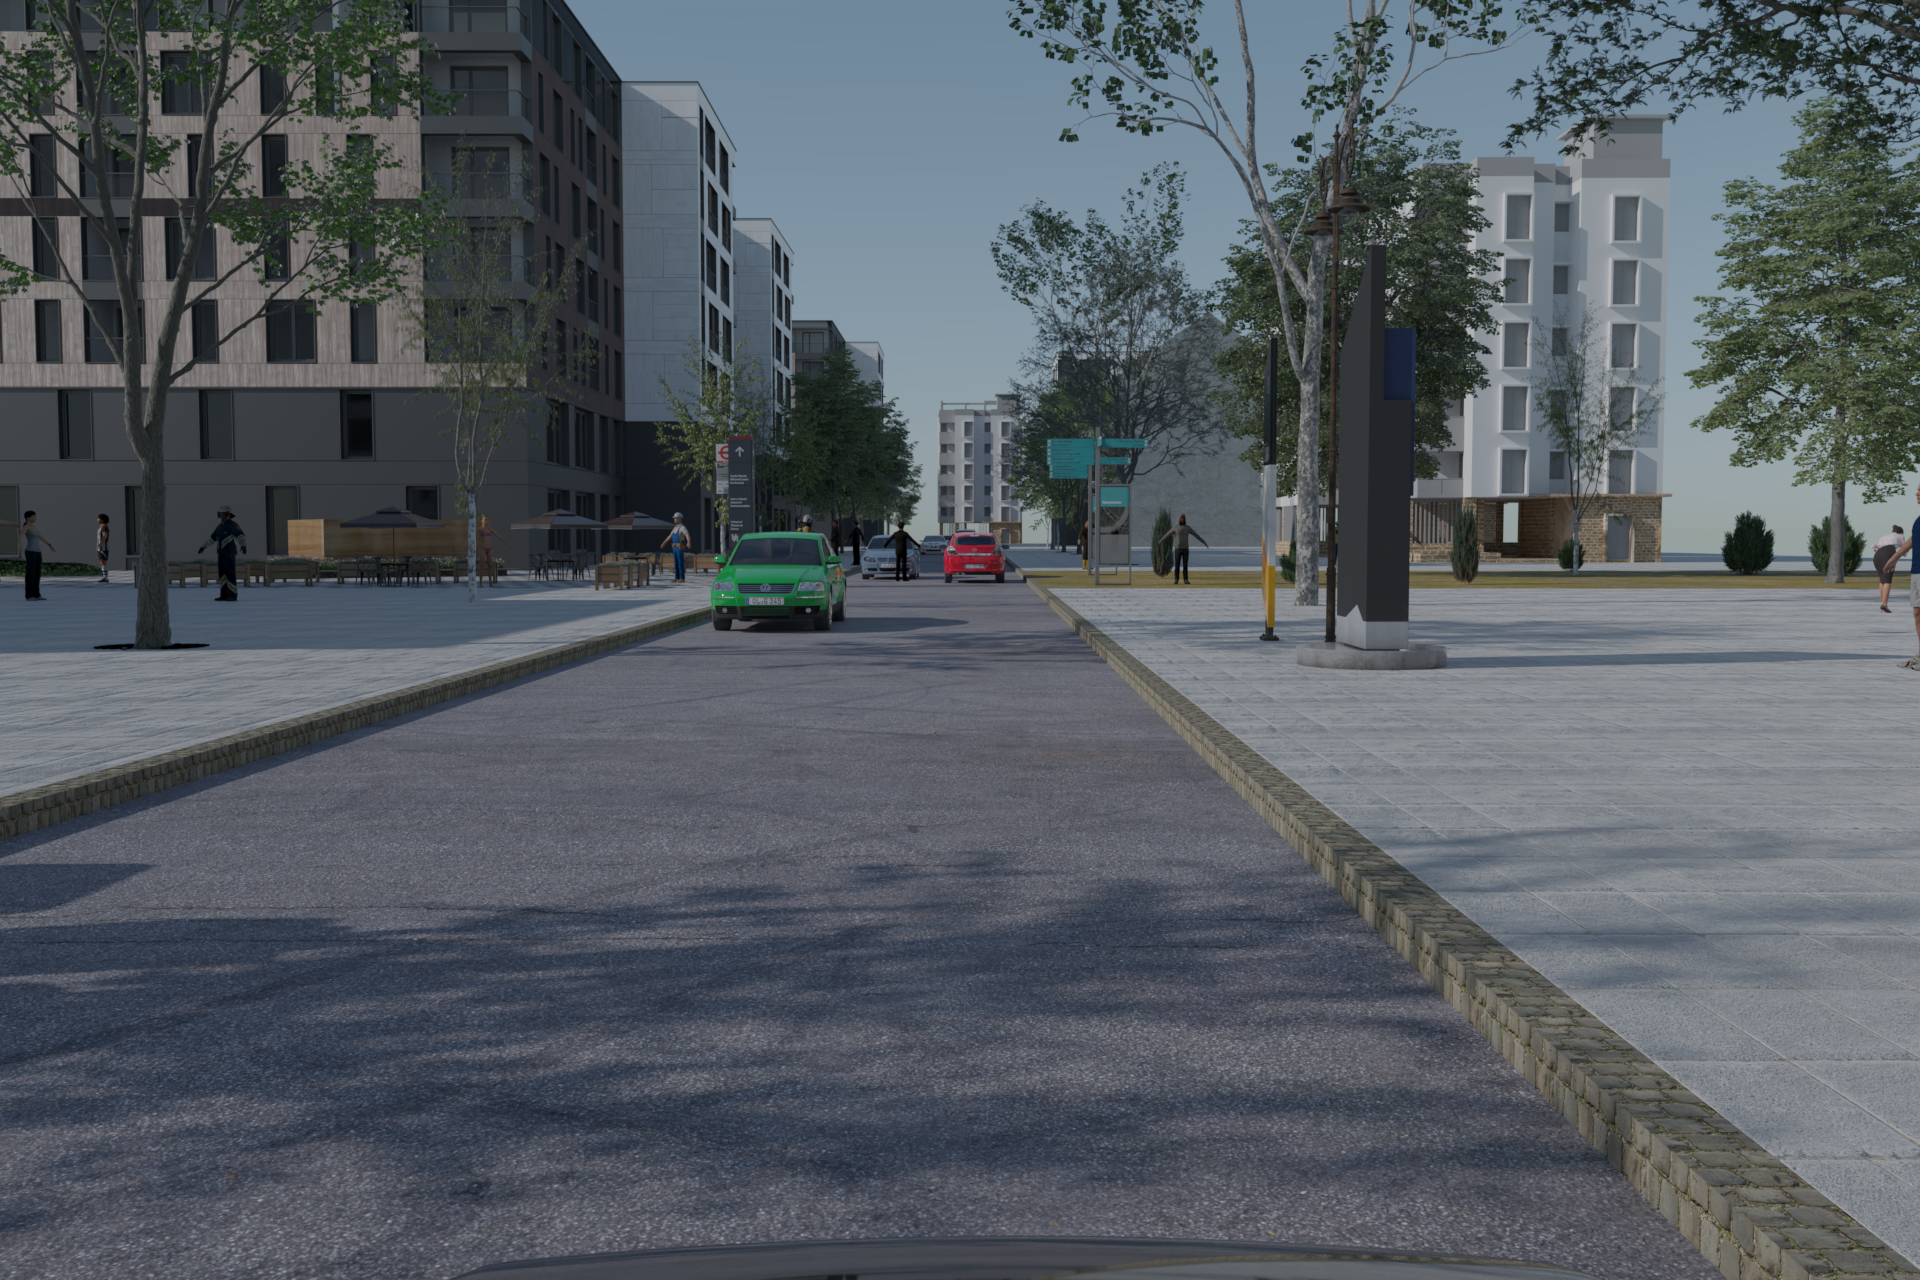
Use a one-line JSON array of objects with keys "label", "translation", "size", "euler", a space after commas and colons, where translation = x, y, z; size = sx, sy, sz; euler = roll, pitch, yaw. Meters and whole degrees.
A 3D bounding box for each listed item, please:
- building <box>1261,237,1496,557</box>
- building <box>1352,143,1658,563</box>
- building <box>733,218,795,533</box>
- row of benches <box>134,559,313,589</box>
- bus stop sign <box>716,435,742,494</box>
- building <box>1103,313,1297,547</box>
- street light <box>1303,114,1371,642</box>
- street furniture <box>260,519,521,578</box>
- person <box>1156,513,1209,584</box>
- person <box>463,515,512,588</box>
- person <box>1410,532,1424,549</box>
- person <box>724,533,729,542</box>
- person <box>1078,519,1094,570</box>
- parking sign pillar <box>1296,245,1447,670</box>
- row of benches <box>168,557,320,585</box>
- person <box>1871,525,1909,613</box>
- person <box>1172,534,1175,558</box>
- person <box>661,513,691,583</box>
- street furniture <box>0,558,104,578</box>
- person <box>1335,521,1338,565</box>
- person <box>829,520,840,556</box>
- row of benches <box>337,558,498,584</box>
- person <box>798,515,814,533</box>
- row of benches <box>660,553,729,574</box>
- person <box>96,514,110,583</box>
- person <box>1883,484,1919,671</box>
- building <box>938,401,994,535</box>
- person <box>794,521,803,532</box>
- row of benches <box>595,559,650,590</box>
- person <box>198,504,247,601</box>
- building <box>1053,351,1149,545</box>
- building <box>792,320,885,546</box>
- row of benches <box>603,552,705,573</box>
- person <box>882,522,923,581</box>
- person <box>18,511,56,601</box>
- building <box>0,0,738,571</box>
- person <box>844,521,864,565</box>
[{"label": "building", "translation": [24.313, -15.459, 109.182], "size": [16.016, 20.090, 11.380], "euler": [0, 4, 0]}, {"label": "building", "translation": [25.802, -14.314, 90.452], "size": [16.016, 20.090, 11.380], "euler": [0, 4, 1]}, {"label": "building", "translation": [-26.165, -16.287, 110.261], "size": [27.936, 21.610, 32.646], "euler": [0, 4, 1]}, {"label": "row of benches", "translation": [-17.707, -1.619, 41.937], "size": [4.104, 0.672, 1.422], "euler": [-2, 4, -30]}, {"label": "bus stop sign", "translation": [-6.145, -3.553, 46.800], "size": [0.855, 3.939, 0.416], "euler": [0, 4, 3]}, {"label": "building", "translation": [24.579, -21.409, 180.959], "size": [19.493, 23.208, 18.063], "euler": [0, 4, 0]}, {"label": "street light", "translation": [4.248, -2.868, 19.684], "size": [0.468, 5.910, 1.993], "euler": [0, 4, 1]}, {"label": "street furniture", "translation": [-18.771, -2.836, 53.216], "size": [9.812, 1.723, 11.010], "euler": [-2, 4, -33]}, {"label": "person", "translation": [5.683, -2.337, 44.337], "size": [1.348, 1.813, 0.705], "euler": [0, 4, -2]}, {"label": "person", "translation": [-11.339, -2.123, 41.508], "size": [1.217, 1.733, 0.721], "euler": [-3, 4, -37]}, {"label": "person", "translation": [11.736, -2.458, 46.465], "size": [1.348, 1.796, 0.705], "euler": [2, 4, 24]}, {"label": "person", "translation": [-9.326, -4.023, 72.242], "size": [1.216, 1.772, 0.721], "euler": [1, 4, 19]}, {"label": "person", "translation": [4.622, -3.456, 62.647], "size": [0.704, 1.812, 1.346], "euler": [3, 5, 39]}, {"label": "parking sign pillar", "translation": [4.038, -1.739, 16.902], "size": [1.447, 3.967, 1.447], "euler": [0, 4, 0]}, {"label": "row of benches", "translation": [-18.625, -1.829, 45.360], "size": [1.422, 0.672, 4.104], "euler": [3, 4, 36]}, {"label": "person", "translation": [15.235, -1.167, 28.318], "size": [0.628, 1.438, 0.799], "euler": [1, 4, 17]}, {"label": "person", "translation": [8.859, -3.919, 73.345], "size": [0.599, 1.433, 0.991], "euler": [0, 4, -7]}, {"label": "person", "translation": [-7.437, -2.435, 45.671], "size": [0.705, 1.847, 1.347], "euler": [-3, 5, -42]}, {"label": "street furniture", "translation": [-30.549, -2.332, 53.759], "size": [5.734, 0.657, 10.072], "euler": [-3, 4, -37]}, {"label": "person", "translation": [15.797, -4.055, 72.273], "size": [0.705, 1.833, 1.349], "euler": [0, 4, 0]}, {"label": "person", "translation": [-4.552, -3.474, 63.020], "size": [0.704, 1.802, 1.346], "euler": [0, 4, 7]}, {"label": "row of benches", "translation": [-13.980, -1.807, 45.001], "size": [4.104, 0.672, 1.422], "euler": [-1, 4, -10]}, {"label": "person", "translation": [-4.555, -2.833, 52.088], "size": [0.705, 1.858, 1.354], "euler": [-1, 4, -21]}, {"label": "row of benches", "translation": [-8.049, -2.475, 55.925], "size": [4.104, 0.672, 1.422], "euler": [2, 4, 32]}, {"label": "person", "translation": [-22.655, -2.422, 45.744], "size": [0.704, 1.843, 1.345], "euler": [-2, 4, -28]}, {"label": "person", "translation": [9.107, -0.623, 16.354], "size": [0.704, 1.807, 1.345], "euler": [0, 4, 7]}, {"label": "building", "translation": [-2.594, -23.092, 236.422], "size": [11.380, 20.090, 16.016], "euler": [-1, 4, -8]}, {"label": "person", "translation": [-6.510, -3.950, 70.767], "size": [1.347, 1.806, 0.705], "euler": [0, 4, 5]}, {"label": "row of benches", "translation": [-8.057, -1.585, 41.378], "size": [1.422, 0.672, 4.104], "euler": [0, 4, -1]}, {"label": "person", "translation": [-14.011, -1.662, 33.034], "size": [1.351, 1.845, 0.704], "euler": [2, 4, 31]}, {"label": "building", "translation": [25.039, -22.380, 209.883], "size": [27.936, 21.610, 32.646], "euler": [0, 4, 1]}, {"label": "building", "translation": [-22.640, -20.665, 181.853], "size": [27.936, 21.610, 32.646], "euler": [0, 4, 0]}, {"label": "row of benches", "translation": [-10.454, -2.649, 58.769], "size": [4.104, 0.672, 1.422], "euler": [2, 4, 29]}, {"label": "person", "translation": [-1.764, -2.680, 52.458], "size": [1.347, 1.806, 0.705], "euler": [1, 4, 21]}, {"label": "person", "translation": [-17.822, -1.628, 33.430], "size": [0.721, 1.737, 1.217], "euler": [0, 4, 1]}, {"label": "building", "translation": [-25.723, -14.210, 76.301], "size": [27.936, 21.610, 32.646], "euler": [0, 4, 0]}, {"label": "person", "translation": [-4.284, -3.984, 71.080], "size": [0.705, 1.837, 1.347], "euler": [2, 4, 31]}]
